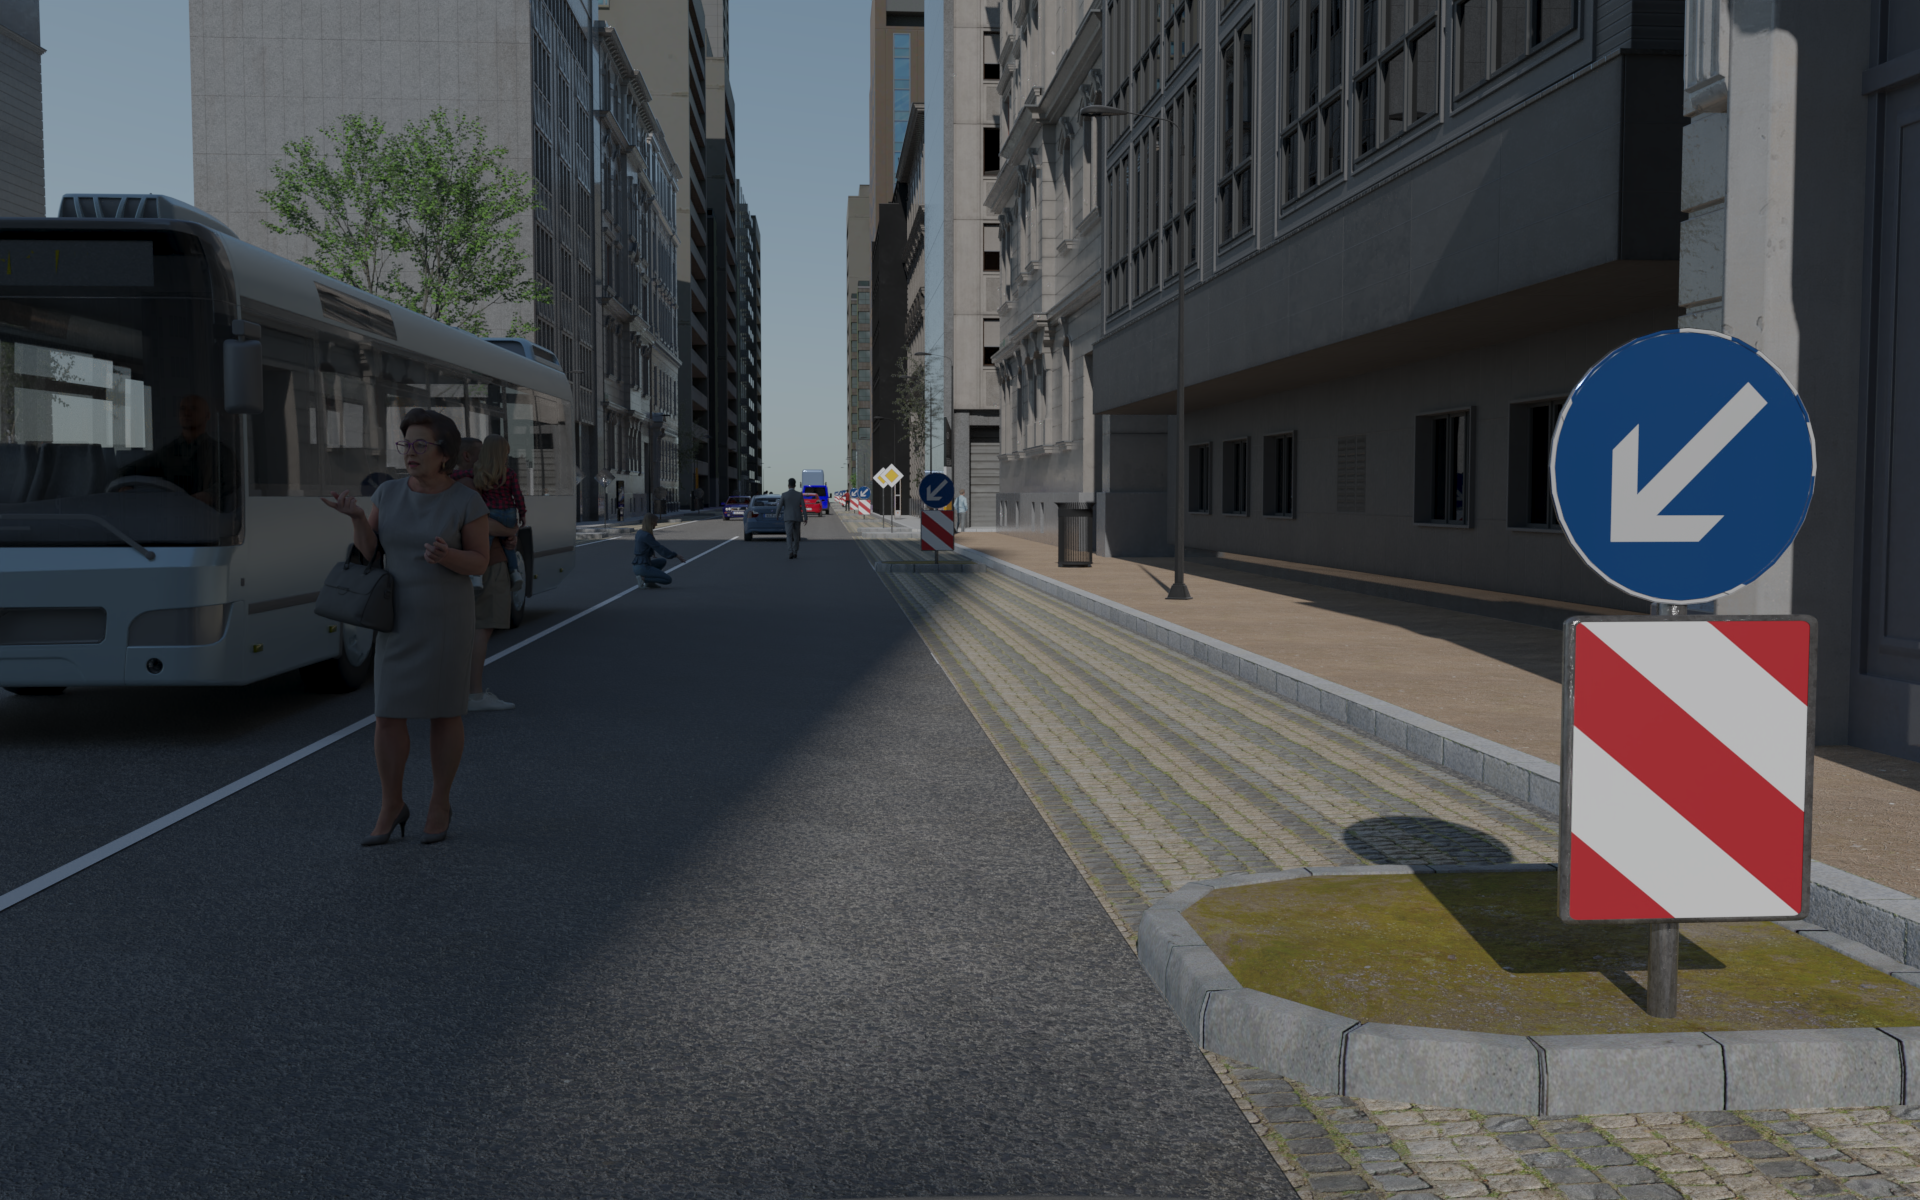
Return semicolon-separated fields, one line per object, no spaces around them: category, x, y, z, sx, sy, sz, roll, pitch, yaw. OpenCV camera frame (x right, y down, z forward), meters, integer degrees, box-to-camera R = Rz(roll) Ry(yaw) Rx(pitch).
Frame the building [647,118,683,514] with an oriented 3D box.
building;-26.104;-20.240;116.827;13.634;28.700;20.117;0;4;-5

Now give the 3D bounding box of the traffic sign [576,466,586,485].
traffic sign;-12.567;-3.227;56.407;0.795;2.450;0.064;0;4;-5

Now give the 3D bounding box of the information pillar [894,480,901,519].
information pillar;-3.157;-5.077;87.502;0.304;2.012;0.304;0;4;-7

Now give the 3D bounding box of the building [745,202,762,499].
building;-43.516;-40.313;282.819;21.300;48.544;21.600;0;4;-5

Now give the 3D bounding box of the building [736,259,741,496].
building;-33.279;-26.412;203.542;14.160;30.474;14.107;0;4;-5

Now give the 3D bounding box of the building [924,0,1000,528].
building;8.822;-15.493;71.329;19.932;24.808;12.078;0;4;-5

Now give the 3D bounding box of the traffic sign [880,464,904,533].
traffic sign;-2.253;-3.276;57.198;0.795;2.450;0.064;0;4;-5

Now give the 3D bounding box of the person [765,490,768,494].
person;-15.703;-8.098;141.608;0.721;1.736;1.217;-1;4;-9

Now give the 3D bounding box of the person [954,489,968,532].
person;0.061;-3.061;60.350;0.330;1.601;0.589;-3;5;-44

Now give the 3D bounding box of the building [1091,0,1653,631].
building;10.472;-13.968;21.879;14.314;27.812;24.014;0;4;-5

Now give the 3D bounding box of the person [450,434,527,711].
person;-3.176;-0.189;11.569;0.580;1.828;0.573;1;4;17

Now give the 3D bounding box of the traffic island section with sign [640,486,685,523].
traffic island section with sign;-15.012;-4.793;87.000;1.989;1.847;2.006;0;4;-5

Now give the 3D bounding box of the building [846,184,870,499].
building;-6.620;-39.330;266.747;21.300;48.544;21.600;0;4;-5

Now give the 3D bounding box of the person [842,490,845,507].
person;-11.730;-10.086;173.371;0.705;1.831;1.348;-1;4;-17

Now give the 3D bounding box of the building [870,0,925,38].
building;-1.070;-31.369;162.999;14.600;45.320;14.200;0;4;-5

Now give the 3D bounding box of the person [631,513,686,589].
person;-4.654;-0.757;26.377;0.738;1.151;1.012;-1;4;-23

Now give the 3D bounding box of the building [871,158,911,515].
building;0.694;-17.255;111.791;12.332;23.373;15.834;0;4;-5

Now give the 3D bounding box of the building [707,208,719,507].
building;-30.900;-24.203;167.420;14.160;30.474;14.107;0;4;-5

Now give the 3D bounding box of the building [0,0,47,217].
building;-52.485;-17.626;65.682;29.804;29.767;11.434;0;4;-5

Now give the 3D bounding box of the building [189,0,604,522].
building;-22.426;-15.582;72.788;12.078;24.808;19.932;0;4;-5

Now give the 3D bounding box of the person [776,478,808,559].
person;-3.730;-1.816;38.465;0.678;1.792;0.850;-1;4;-12

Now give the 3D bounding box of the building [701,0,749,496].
building;-38.860;-48.478;230.870;20.563;71.187;20.611;0;4;-5

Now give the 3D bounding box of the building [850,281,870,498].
building;-8.716;-29.207;249.234;14.160;30.474;14.107;0;4;-5

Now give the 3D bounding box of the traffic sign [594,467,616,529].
traffic sign;-13.196;-3.714;64.367;0.795;2.450;0.064;0;4;-5

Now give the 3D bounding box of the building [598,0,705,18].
building;-33.131;-32.102;148.569;21.300;48.544;21.600;0;4;-5

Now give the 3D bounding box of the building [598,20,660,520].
building;-24.259;-18.771;94.300;14.401;28.519;23.554;0;4;-5

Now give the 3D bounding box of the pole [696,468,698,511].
pole;-20.373;-8.584;134.198;0.158;3.312;0.155;0;3;0

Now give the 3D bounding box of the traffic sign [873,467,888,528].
traffic sign;-2.882;-3.762;65.158;0.795;2.450;0.064;0;4;-5

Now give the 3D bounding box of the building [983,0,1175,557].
building;8.257;-15.801;45.739;14.401;28.519;23.554;0;4;-5

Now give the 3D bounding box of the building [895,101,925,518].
building;2.431;-16.216;94.016;11.050;23.489;19.941;0;4;-5

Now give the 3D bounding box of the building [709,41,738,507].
building;-35.072;-34.300;184.501;21.300;48.544;21.600;0;4;-5

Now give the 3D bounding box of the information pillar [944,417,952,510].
information pillar;-0.381;-3.748;52.638;0.183;3.616;0.504;1;4;20

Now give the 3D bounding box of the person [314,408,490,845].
person;-2.298;0.110;7.063;0.716;1.782;0.532;0;4;3

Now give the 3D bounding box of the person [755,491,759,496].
person;-22.579;-11.276;193.538;1.217;1.739;0.721;-3;4;-38

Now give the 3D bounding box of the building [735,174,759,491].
building;-42.160;-38.975;256.851;23.786;49.044;30.456;0;4;-5

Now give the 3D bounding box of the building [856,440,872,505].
building;-0.584;-54.187;198.625;22.319;86.520;31.000;0;4;-5

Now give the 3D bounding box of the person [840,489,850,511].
person;-9.423;-8.348;144.920;1.348;1.831;0.705;-1;4;-14

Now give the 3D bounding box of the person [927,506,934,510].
person;-0.841;-2.077;47.133;0.373;1.253;0.362;1;4;15
